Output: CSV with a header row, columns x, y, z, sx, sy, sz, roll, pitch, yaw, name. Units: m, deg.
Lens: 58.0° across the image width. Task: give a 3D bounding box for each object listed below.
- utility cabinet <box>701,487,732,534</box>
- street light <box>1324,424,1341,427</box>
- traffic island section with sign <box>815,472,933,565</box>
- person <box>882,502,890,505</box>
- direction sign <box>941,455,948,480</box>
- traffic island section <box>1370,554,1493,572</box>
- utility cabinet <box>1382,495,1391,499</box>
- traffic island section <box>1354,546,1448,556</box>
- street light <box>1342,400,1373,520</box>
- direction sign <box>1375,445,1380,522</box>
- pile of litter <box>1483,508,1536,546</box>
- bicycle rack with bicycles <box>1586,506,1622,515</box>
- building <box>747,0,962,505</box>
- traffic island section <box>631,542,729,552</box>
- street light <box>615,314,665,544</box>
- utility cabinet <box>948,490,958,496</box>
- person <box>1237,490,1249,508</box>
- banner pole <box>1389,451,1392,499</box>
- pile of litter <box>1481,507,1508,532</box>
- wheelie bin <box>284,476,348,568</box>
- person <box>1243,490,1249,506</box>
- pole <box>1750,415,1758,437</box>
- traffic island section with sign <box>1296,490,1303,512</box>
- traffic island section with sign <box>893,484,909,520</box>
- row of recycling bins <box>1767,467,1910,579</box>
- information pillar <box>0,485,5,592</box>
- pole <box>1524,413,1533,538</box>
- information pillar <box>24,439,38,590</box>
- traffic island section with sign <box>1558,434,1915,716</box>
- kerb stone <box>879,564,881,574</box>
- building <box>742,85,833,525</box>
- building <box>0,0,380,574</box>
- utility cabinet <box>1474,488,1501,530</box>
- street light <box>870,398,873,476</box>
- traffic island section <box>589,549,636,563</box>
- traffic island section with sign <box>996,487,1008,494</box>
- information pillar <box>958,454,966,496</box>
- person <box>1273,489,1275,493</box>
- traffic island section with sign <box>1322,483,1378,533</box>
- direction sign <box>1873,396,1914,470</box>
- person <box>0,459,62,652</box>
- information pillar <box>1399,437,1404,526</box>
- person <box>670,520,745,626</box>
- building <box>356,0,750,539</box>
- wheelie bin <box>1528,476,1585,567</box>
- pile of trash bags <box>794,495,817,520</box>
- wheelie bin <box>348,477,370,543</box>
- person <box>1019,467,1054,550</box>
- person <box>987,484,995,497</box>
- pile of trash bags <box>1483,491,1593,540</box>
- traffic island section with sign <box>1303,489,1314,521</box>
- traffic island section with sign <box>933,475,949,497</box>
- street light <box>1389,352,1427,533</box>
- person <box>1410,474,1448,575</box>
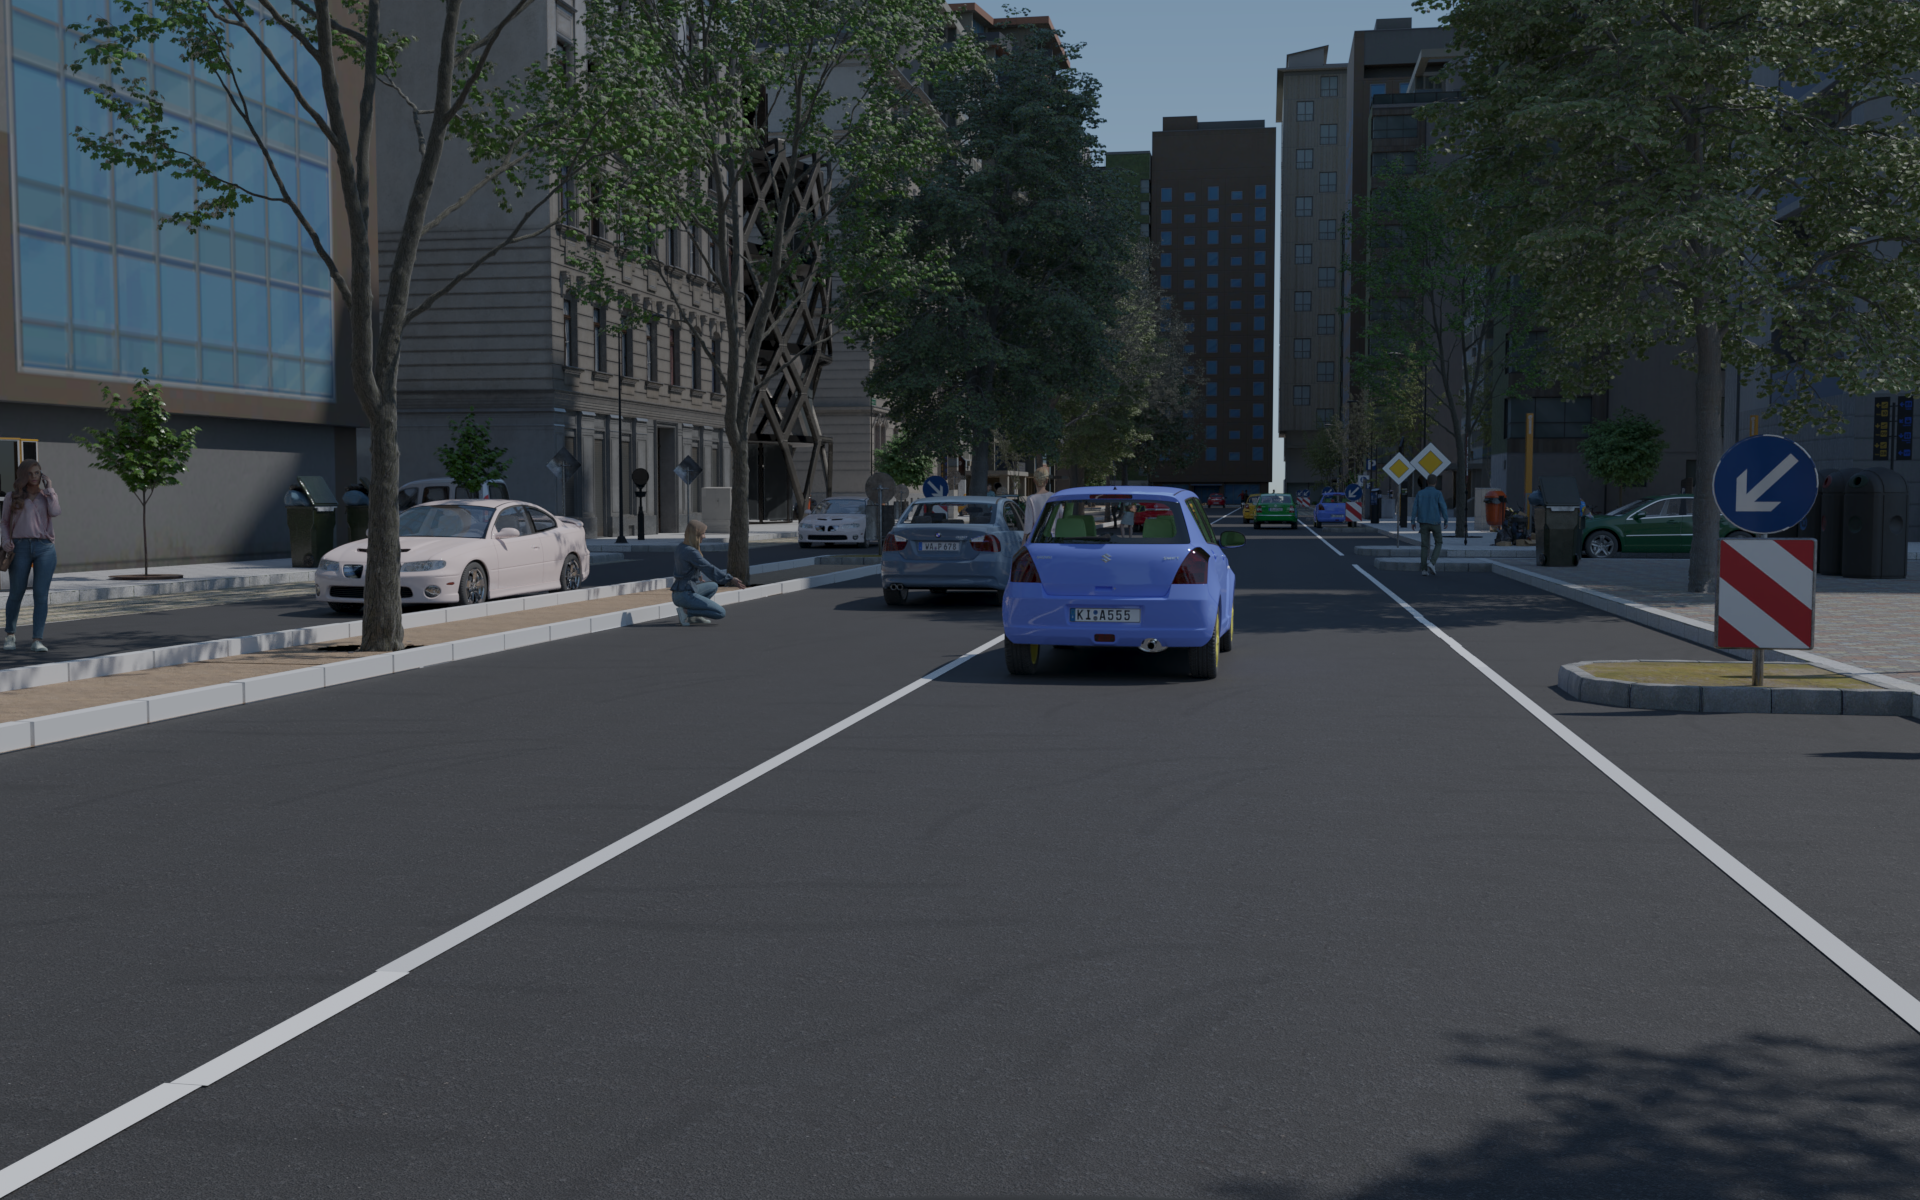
x,y,z,sx,sy,sz,roll,pitch,yaw,name
-7.684,-2.840,55.105,1.173,1.500,0.318,2,4,32,utility cabinet
24.888,-8.716,115.045,1.470,5.913,1.316,1,4,10,street light
-1.779,-1.684,35.677,2.006,1.907,1.989,1,4,10,traffic island section with sign
-2.456,-2.754,54.539,0.512,1.701,0.522,0,4,-8,person
-0.892,-6.462,97.649,0.379,3.537,0.876,-2,4,-24,direction sign
9.094,-0.688,33.523,2.009,0.180,2.903,1,4,10,traffic island section
25.473,-5.719,104.660,1.020,1.237,0.306,0,4,1,utility cabinet
10.481,-1.169,41.387,2.009,0.180,2.903,1,4,10,traffic island section
19.863,-6.936,85.937,1.470,5.913,1.316,1,4,10,street light
19.103,-5.351,79.484,0.379,3.537,0.876,1,4,12,direction sign
13.969,-1.766,42.839,1.719,0.858,1.176,1,4,11,pile of litter
19.029,-2.356,51.902,2.925,0.926,2.852,0,4,-4,bicycle rack with bicycles
-8.705,-19.111,99.847,14.401,28.519,23.554,1,4,10,building
-6.990,-1.357,44.463,2.009,0.180,2.903,1,4,10,traffic island section
-8.281,-4.420,44.801,1.470,5.913,1.316,1,4,10,street light
-0.376,-4.990,90.263,0.318,1.500,1.173,1,4,10,utility cabinet
29.637,-10.585,181.502,1.348,1.831,0.705,0,4,-5,person
25.323,-6.845,101.928,0.401,3.779,0.863,1,4,22,banner pole
18.392,-2.719,58.417,1.719,0.858,1.176,2,4,25,pile of litter
-11.385,-1.371,30.325,0.693,1.594,0.980,1,4,19,wheelie bin
25.226,-8.807,152.516,0.705,1.821,1.348,-2,4,-24,person
20.521,-3.119,44.843,0.158,3.312,0.155,0,3,0,pole
28.173,-8.133,141.598,1.989,1.847,2.006,1,4,10,traffic island section with sign
-2.388,-3.670,68.637,1.989,1.847,2.006,1,4,10,traffic island section with sign
14.064,-1.266,27.807,1.069,1.692,3.534,0,4,2,row of recycling bins
-12.506,-1.115,22.729,0.304,2.012,0.304,-3,5,-41,information pillar
14.385,-3.057,43.829,0.158,3.312,0.155,0,3,0,pole
-12.585,-1.147,23.252,0.304,2.012,0.304,1,4,14,information pillar
5.363,-0.223,12.270,1.989,1.847,2.006,1,4,10,traffic island section with sign
-1.459,-0.569,31.502,0.120,0.150,1.000,1,4,10,kerb stone
-14.273,-12.694,75.000,16.820,18.784,16.811,1,4,10,building
-20.652,-23.269,30.555,14.200,45.320,14.600,1,4,10,building
18.662,-3.215,61.240,1.173,1.500,0.318,-3,5,-41,utility cabinet
-3.251,-6.199,73.899,1.470,5.913,1.316,1,4,10,street light
-8.378,-0.876,36.599,2.009,0.180,2.903,1,4,10,traffic island section
2.306,-5.294,95.186,1.989,1.847,2.006,1,4,10,traffic island section with sign
0.106,-6.636,99.855,0.504,3.616,0.183,2,4,34,information pillar
25.083,-7.937,138.357,1.348,1.812,0.705,-1,4,-23,person
14.762,-3.485,65.613,1.989,1.847,2.006,1,4,10,traffic island section with sign
21.636,-2.949,40.216,0.379,3.537,0.876,-3,4,-36,direction sign
-8.566,-0.415,15.872,0.593,1.750,0.643,-2,4,-30,person
17.955,-4.841,70.507,0.183,3.616,0.504,2,4,29,information pillar
-2.856,-0.313,19.120,0.738,1.151,1.012,-1,4,-21,person
-14.037,-12.653,56.033,9.793,20.994,18.267,1,4,10,building
10.564,-1.399,30.778,0.980,1.594,0.693,0,4,0,wheelie bin
-7.907,-4.596,84.903,1.912,1.369,3.447,-1,4,-21,pile of trash bags
-10.992,-1.471,31.959,0.693,1.594,0.980,-1,4,-10,wheelie bin
1.114,-0.655,19.884,0.731,1.740,0.598,-3,5,-42,person
1.213,-3.700,68.861,0.748,1.841,0.638,-2,4,-33,person
15.267,-2.221,46.058,3.447,1.369,1.912,-2,4,-29,pile of trash bags
19.504,-5.125,92.421,1.989,1.847,2.006,1,4,10,traffic island section with sign
-0.483,-2.131,42.971,2.006,1.907,1.989,1,4,10,traffic island section with sign
14.690,-5.155,56.830,1.470,5.913,1.316,1,4,10,street light
8.245,-1.320,30.418,0.601,1.785,0.444,2,4,32,person
